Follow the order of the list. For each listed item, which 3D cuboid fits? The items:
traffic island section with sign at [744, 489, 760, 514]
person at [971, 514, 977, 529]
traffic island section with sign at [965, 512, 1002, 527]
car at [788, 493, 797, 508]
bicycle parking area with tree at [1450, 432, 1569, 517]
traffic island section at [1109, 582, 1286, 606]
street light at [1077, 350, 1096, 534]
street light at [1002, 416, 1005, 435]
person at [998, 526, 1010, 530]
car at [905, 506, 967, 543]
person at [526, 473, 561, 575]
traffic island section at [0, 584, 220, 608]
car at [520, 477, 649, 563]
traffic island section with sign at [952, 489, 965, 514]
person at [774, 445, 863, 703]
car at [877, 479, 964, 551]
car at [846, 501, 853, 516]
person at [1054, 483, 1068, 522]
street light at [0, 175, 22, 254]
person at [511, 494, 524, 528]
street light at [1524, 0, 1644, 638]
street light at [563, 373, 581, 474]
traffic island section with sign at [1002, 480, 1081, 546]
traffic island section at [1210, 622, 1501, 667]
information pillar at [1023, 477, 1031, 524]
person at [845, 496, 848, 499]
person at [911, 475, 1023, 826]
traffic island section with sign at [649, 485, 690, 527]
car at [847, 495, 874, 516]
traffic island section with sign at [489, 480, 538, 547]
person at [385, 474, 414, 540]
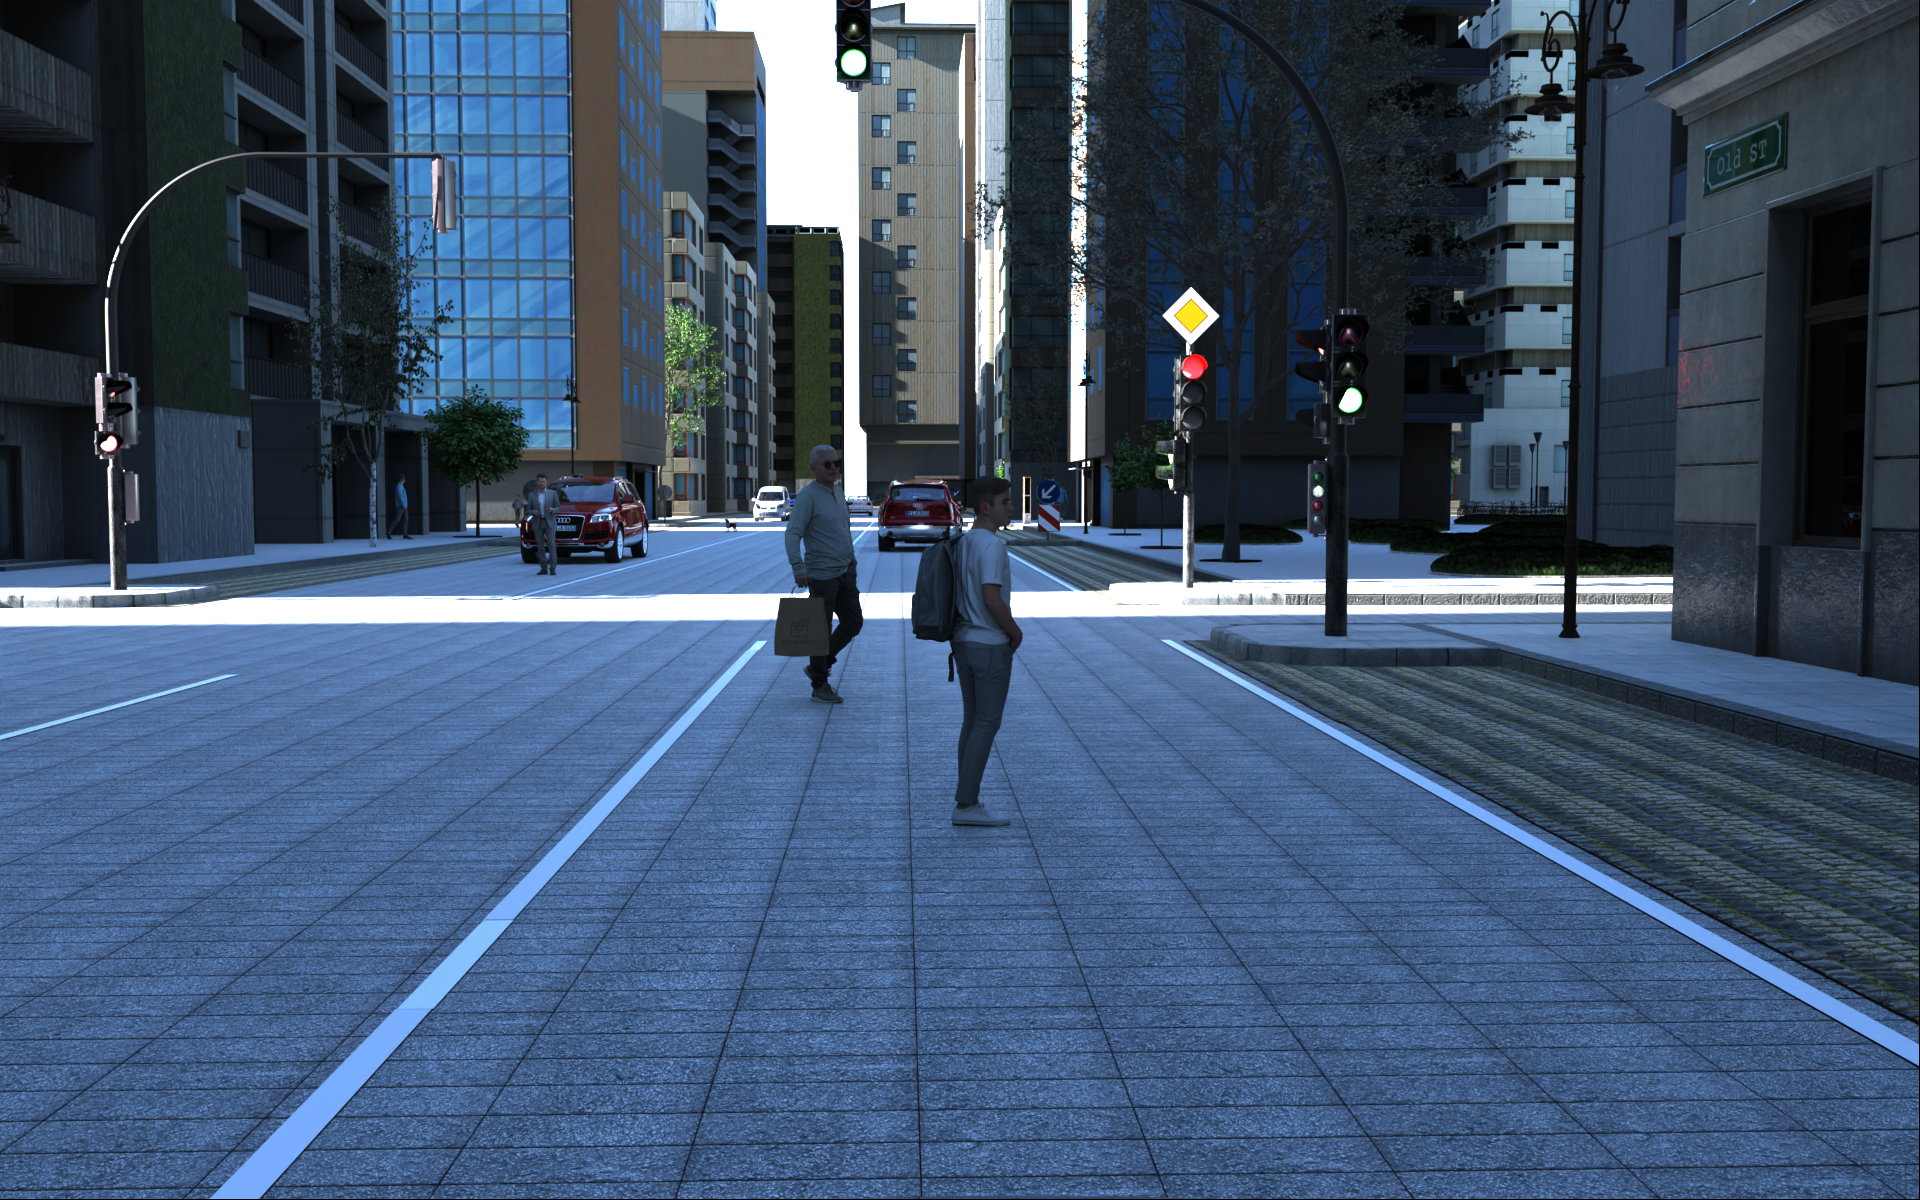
[{"bbox_3d":[-14.486,-7.113,124.923,1.989,1.847,2.006,0,4,-2],"label":"traffic island section with sign"},{"bbox_3d":[0.347,-1.315,35.018,0.382,1.210,0.505,1,4,14],"label":"person"},{"bbox_3d":[1.345,-4.100,75.669,1.989,1.847,2.006,0,4,-2],"label":"traffic island section with sign"},{"bbox_3d":[-16.016,-9.426,163.704,1.945,1.707,3.694,0,4,-3],"label":"car"},{"bbox_3d":[24.913,-5.820,82.155,9.016,4.147,8.231,-2,4,-27],"label":"bicycle parking area with tree"},{"bbox_3d":[3.145,-0.087,23.707,2.009,0.180,2.903,0,4,-2],"label":"traffic island section"},{"bbox_3d":[4.072,-5.079,55.831,0.468,5.910,1.993,0,4,-2],"label":"street light"},{"bbox_3d":[2.572,-7.684,98.414,0.468,5.910,1.993,0,4,-2],"label":"street light"},{"bbox_3d":[1.709,-3.672,68.632,0.850,1.850,0.679,-3,5,-42],"label":"person"},{"bbox_3d":[-0.797,-2.579,51.955,2.009,1.686,4.222,0,4,-1],"label":"car"},{"bbox_3d":[-7.385,-1.344,30.668,0.606,1.804,0.583,0,4,-8],"label":"person"},{"bbox_3d":[-11.288,-0.057,23.213,2.009,0.180,2.903,0,4,-2],"label":"traffic island section"},{"bbox_3d":[-8.090,-1.772,37.641,2.281,1.827,5.304,0,4,-1],"label":"car"},{"bbox_3d":[-0.377,-7.142,125.401,1.989,1.847,2.006,0,4,-2],"label":"traffic island section with sign"},{"bbox_3d":[-0.996,-0.175,11.844,0.515,1.767,0.782,2,4,29],"label":"person"},{"bbox_3d":[-1.046,-2.221,44.994,2.281,1.827,5.304,0,3,0],"label":"car"},{"bbox_3d":[-6.063,-4.400,81.730,2.009,1.686,4.222,0,4,-2],"label":"car"},{"bbox_3d":[4.560,-4.382,78.029,0.601,1.785,0.444,2,4,31],"label":"person"},{"bbox_3d":[-13.333,-3.106,23.575,0.468,5.910,1.993,0,4,-2],"label":"street light"},{"bbox_3d":[-16.914,-3.423,66.288,0.475,1.303,0.640,-2,4,-34],"label":"person"},{"bbox_3d":[5.453,-2.601,15.319,0.468,5.910,1.993,0,4,-2],"label":"street light"},{"bbox_3d":[-14.785,-5.706,66.074,0.468,5.910,1.993,0,4,-2],"label":"street light"},{"bbox_3d":[2.300,-2.426,48.291,1.989,1.847,2.006,0,4,-2],"label":"traffic island section with sign"},{"bbox_3d":[3.421,0.401,15.727,2.009,0.180,2.903,0,4,-2],"label":"traffic island section"},{"bbox_3d":[2.878,-4.271,74.326,0.304,2.012,0.304,0,4,-6],"label":"information pillar"},{"bbox_3d":[-10.637,-9.039,156.315,1.348,1.821,0.705,-3,4,-38],"label":"person"},{"bbox_3d":[0.074,0.218,7.538,0.503,1.515,0.523,2,4,35],"label":"person"},{"bbox_3d":[-12.754,-4.052,74.873,1.989,1.847,2.006,0,4,-2],"label":"traffic island section with sign"},{"bbox_3d":[-6.664,-6.206,113.823,2.083,1.381,4.827,0,4,-3],"label":"car"},{"bbox_3d":[-11.817,-2.404,47.934,1.989,1.847,2.006,0,4,-2],"label":"traffic island section with sign"},{"bbox_3d":[-15.854,-2.633,48.955,0.748,1.841,0.638,0,4,-4],"label":"person"}]
